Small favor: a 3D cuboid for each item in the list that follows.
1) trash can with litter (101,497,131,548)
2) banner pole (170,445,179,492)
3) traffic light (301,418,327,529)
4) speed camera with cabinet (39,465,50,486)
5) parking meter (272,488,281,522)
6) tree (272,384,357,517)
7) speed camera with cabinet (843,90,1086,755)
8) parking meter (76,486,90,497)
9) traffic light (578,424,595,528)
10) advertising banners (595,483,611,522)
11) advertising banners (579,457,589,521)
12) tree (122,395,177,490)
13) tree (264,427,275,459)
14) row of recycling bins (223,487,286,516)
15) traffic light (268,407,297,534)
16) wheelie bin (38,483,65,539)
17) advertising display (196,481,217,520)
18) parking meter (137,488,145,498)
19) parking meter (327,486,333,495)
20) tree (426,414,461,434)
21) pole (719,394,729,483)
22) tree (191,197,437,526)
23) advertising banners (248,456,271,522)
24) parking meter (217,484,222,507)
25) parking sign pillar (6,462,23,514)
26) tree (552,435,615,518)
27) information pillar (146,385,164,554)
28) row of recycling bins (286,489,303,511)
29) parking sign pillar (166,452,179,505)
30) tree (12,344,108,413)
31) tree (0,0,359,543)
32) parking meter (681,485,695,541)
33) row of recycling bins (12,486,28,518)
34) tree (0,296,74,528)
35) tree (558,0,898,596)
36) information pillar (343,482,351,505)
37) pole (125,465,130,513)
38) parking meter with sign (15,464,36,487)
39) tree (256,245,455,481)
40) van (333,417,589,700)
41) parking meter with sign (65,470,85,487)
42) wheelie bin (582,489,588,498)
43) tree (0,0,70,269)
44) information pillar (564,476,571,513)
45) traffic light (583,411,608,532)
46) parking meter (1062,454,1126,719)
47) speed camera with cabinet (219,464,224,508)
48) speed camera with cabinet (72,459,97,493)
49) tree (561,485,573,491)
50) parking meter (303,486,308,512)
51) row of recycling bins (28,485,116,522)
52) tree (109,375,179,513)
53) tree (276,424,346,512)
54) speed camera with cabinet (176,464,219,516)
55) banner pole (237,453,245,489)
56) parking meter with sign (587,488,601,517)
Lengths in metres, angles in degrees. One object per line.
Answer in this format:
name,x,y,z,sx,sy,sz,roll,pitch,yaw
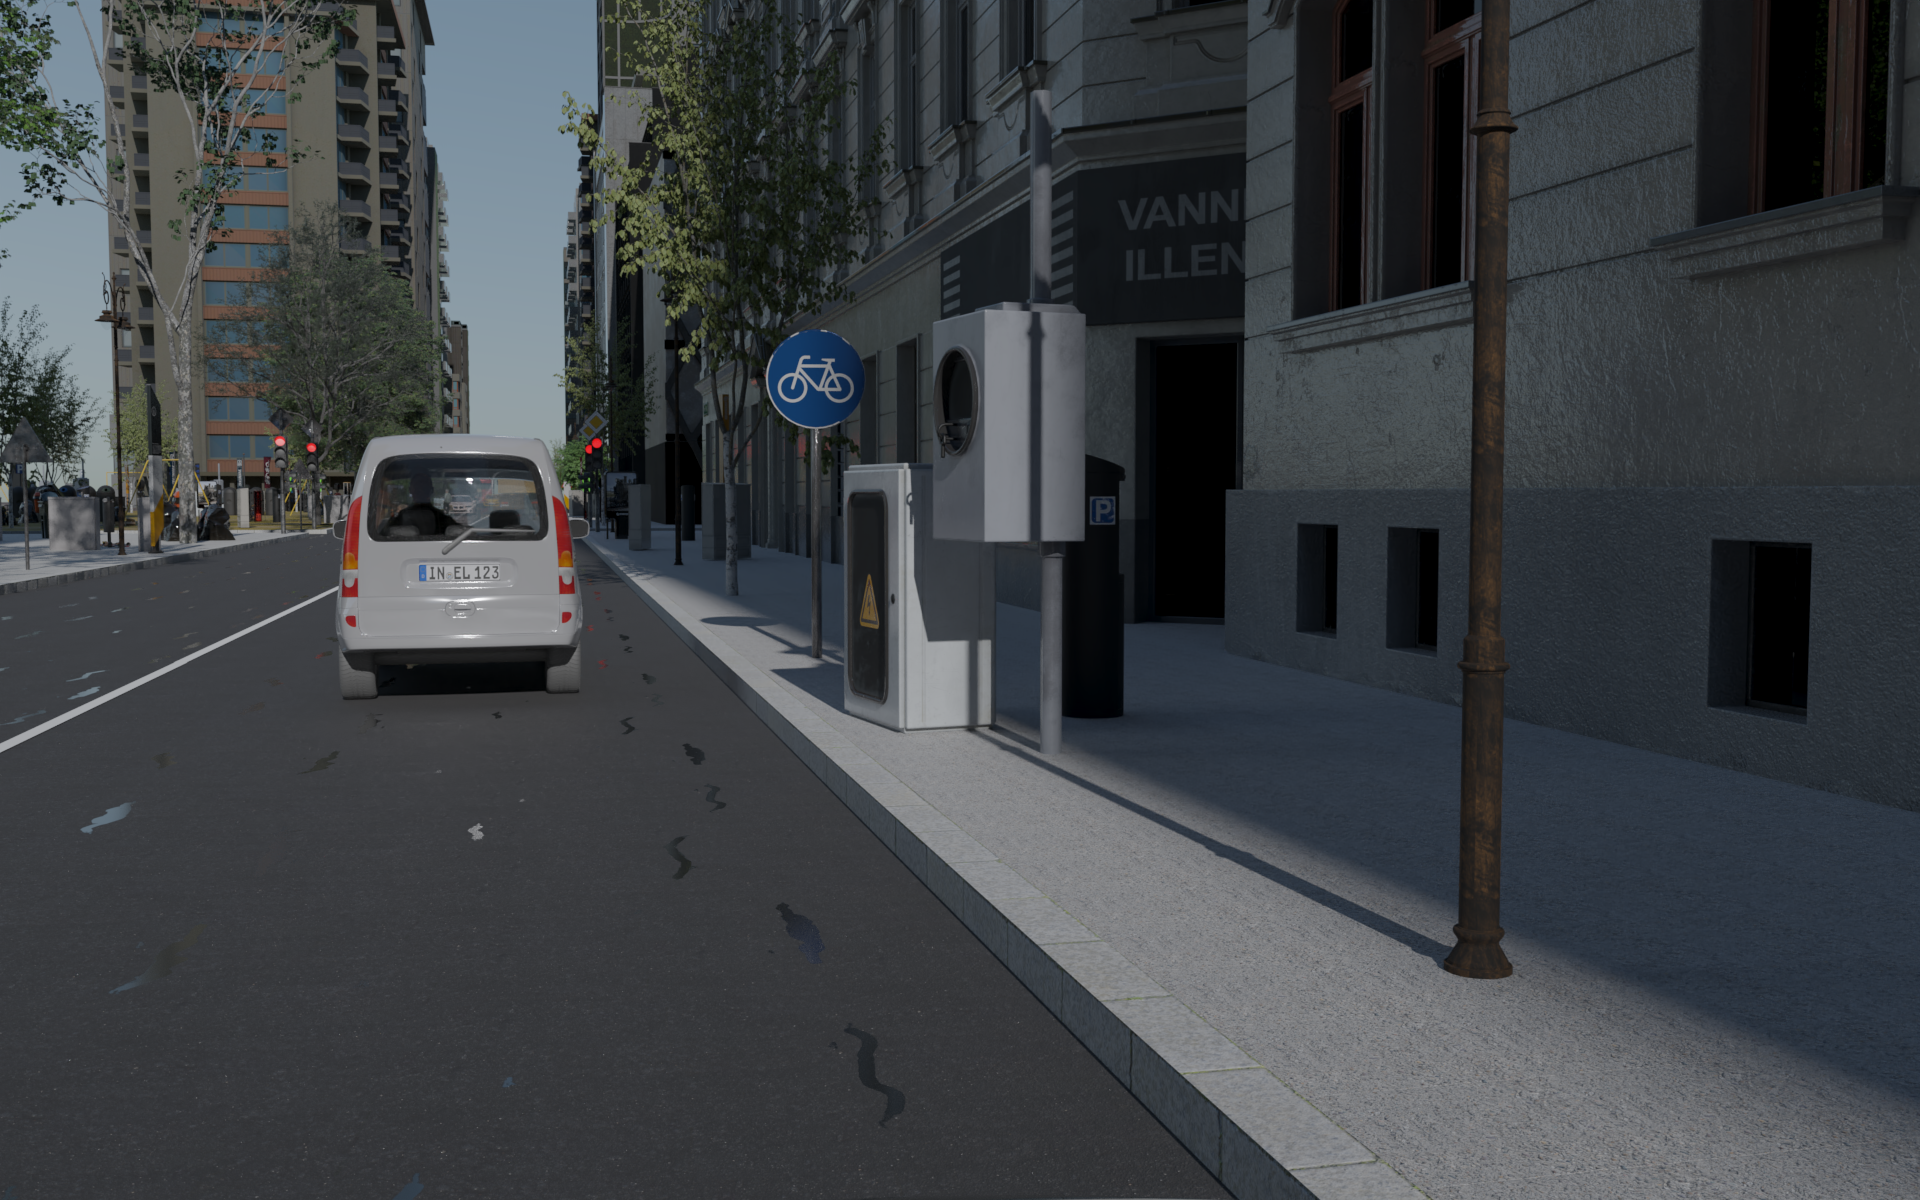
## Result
trash can with litter,-20.766,-1.895,42.049,1.678,1.210,2.233,-2,4,-29
banner pole,-41.008,-6.154,90.642,0.401,3.779,0.863,1,4,22
traffic light,-23.748,-4.570,63.635,0.839,4.253,0.868,-1,4,-14
speed camera with cabinet,-61.985,-7.601,118.606,2.038,3.252,0.660,1,4,11
parking meter,-30.944,-4.284,78.453,0.372,1.533,0.369,0,3,0
tree,-36.386,-8.981,97.206,4.360,8.622,3.978,0,3,0
speed camera with cabinet,-0.038,-0.908,9.175,0.660,3.252,2.038,-1,4,-23
parking meter,-26.921,-2.740,53.210,0.372,1.533,0.369,0,3,0
traffic light,-14.122,-4.714,65.993,0.839,4.253,0.868,-1,4,-14
advertising banners,-16.297,-5.060,78.912,0.090,3.025,2.074,1,4,10
advertising banners,-17.927,-5.301,82.853,0.090,3.025,2.074,0,4,2
tree,-59.973,-10.886,128.345,4.360,8.622,3.978,0,3,0
tree,-47.546,-10.612,123.875,4.737,8.622,4.395,0,3,0
row of recycling bins,-42.417,-5.903,103.622,3.534,1.692,1.069,1,4,9
traffic light,-21.853,-4.095,55.877,0.839,4.253,0.868,-1,4,-14
wheelie bin,-26.275,-2.583,50.135,0.693,1.594,0.980,-3,5,-41
advertising display,-36.255,-4.782,83.400,0.123,1.923,0.974,3,4,39
parking meter,-54.174,-6.660,114.607,0.399,1.863,0.255,1,4,9
parking meter,-48.048,-7.731,132.118,0.255,1.863,0.399,3,4,38
tree,-46.157,-12.471,154.257,4.360,8.622,3.978,0,3,0
pole,-4.822,-2.546,35.466,0.158,3.312,0.155,0,3,0
tree,-26.319,-9.820,70.921,12.009,13.543,11.850,0,3,0
advertising banners,-32.496,-5.128,80.031,0.090,3.025,2.074,1,4,18
parking meter,-41.048,-5.511,95.810,0.255,1.863,0.399,1,4,16
parking sign pillar,-58.711,-7.310,107.995,1.447,3.967,1.447,3,4,37
tree,-20.202,-6.681,92.944,4.285,4.588,4.351,0,3,0
information pillar,-17.366,-2.815,37.378,0.183,3.616,0.504,0,4,-1
row of recycling bins,-50.754,-7.605,131.459,1.069,1.692,3.534,1,4,13
parking sign pillar,-50.840,-7.581,112.420,1.447,3.967,1.447,1,4,17
tree,-44.724,-8.265,85.493,4.360,8.622,3.978,0,3,0
tree,-21.505,-11.574,45.117,12.611,20.169,13.585,0,3,0
parking meter,-7.463,-2.394,47.547,0.372,1.533,0.369,0,3,0
row of recycling bins,-50.479,-5.317,94.046,1.069,1.692,3.534,0,4,-7
tree,-35.712,-7.032,65.339,4.737,8.622,4.395,0,3,0
tree,-2.842,-4.347,21.428,4.737,8.622,4.395,0,3,0
information pillar,-38.437,-6.370,108.649,0.304,2.012,0.304,1,4,16
pole,-57.790,-7.731,120.239,0.158,3.312,0.155,0,3,0
parking meter with sign,-54.209,-6.399,100.883,1.738,3.016,0.543,2,4,29
tree,-30.530,-11.058,87.451,9.857,13.997,8.962,0,3,0
van,-3.897,-0.402,13.578,2.013,2.044,4.112,-1,4,-15
parking meter with sign,-63.011,-7.736,122.745,0.543,3.016,1.738,3,5,39
wheelie bin,-22.987,-5.981,105.701,0.693,1.594,0.980,1,4,20
tree,-15.532,-5.929,22.698,9.928,11.665,9.643,0,3,0
information pillar,-26.197,-7.597,115.570,0.504,3.616,0.183,1,4,21
traffic light,-12.228,-4.239,58.235,0.839,4.253,0.868,-1,4,-14
parking meter,0.765,-0.098,10.019,0.372,1.533,0.369,0,3,0
speed camera with cabinet,-48.012,-7.243,112.766,0.660,3.252,2.038,0,4,7
speed camera with cabinet,-48.997,-6.319,97.652,0.660,3.252,2.038,1,4,20
tree,-42.724,-11.927,189.614,1.663,3.219,1.824,0,3,0
parking meter,-45.661,-7.040,120.807,0.255,1.863,0.399,-2,4,-34
row of recycling bins,-40.884,-4.463,80.084,3.534,1.692,1.069,0,4,-6
tree,-50.561,-9.673,108.514,4.737,8.622,4.395,0,3,0
tree,-42.163,-10.004,113.925,4.737,8.622,4.395,0,3,0
speed camera with cabinet,-43.914,-6.431,99.488,2.038,3.252,0.660,0,4,-3
banner pole,-43.988,-7.099,106.085,0.863,3.779,0.401,2,4,28
parking meter with sign,-20.475,-6.167,97.096,1.738,3.016,0.543,3,5,44
